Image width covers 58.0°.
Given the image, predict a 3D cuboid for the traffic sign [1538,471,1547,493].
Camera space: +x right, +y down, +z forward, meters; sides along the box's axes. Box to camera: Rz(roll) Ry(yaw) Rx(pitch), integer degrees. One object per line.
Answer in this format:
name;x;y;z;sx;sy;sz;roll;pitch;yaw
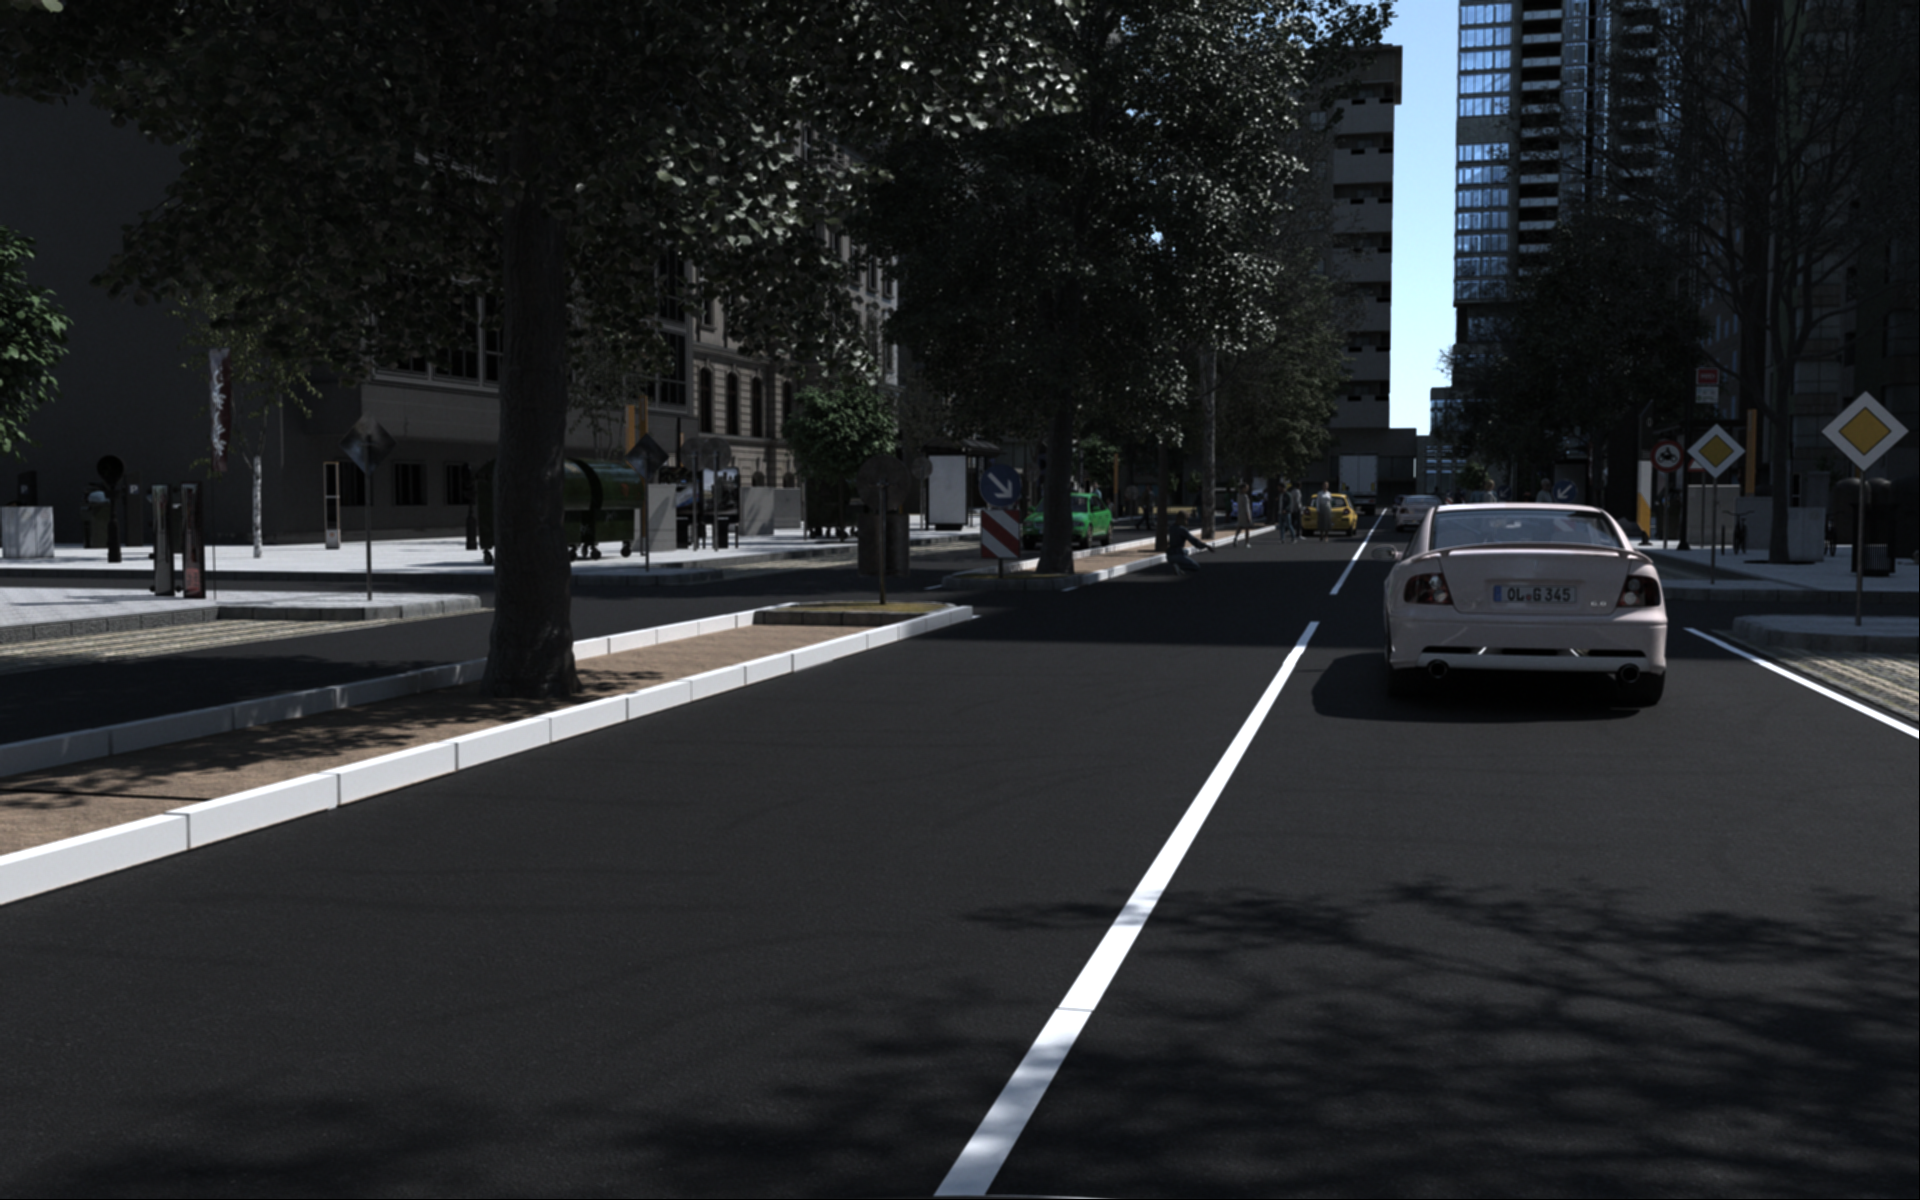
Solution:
traffic sign;32.041;-5.854;95.820;0.768;2.556;0.104;1;4;22

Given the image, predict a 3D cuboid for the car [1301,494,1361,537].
car;12.725;-3.016;59.542;2.015;1.641;3.980;1;4;16

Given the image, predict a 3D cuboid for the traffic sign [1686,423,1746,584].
traffic sign;10.689;-1.279;24.548;0.795;2.450;0.064;1;4;14

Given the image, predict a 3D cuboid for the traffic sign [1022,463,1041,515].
traffic sign;2.894;-4.300;70.417;0.768;2.556;0.104;1;4;19

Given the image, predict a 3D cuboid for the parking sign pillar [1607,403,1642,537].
parking sign pillar;20.025;-3.890;52.076;1.447;3.967;1.447;-1;4;-12

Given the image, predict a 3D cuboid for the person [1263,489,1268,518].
person;18.440;-5.831;104.779;0.436;1.711;0.756;2;4;32

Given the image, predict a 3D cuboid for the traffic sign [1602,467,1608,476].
traffic sign;21.886;-3.469;57.910;0.795;2.450;0.064;1;4;23

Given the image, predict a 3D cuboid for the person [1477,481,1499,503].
person;14.411;-2.353;47.308;0.601;1.785;0.444;2;4;24

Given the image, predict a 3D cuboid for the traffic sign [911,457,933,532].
traffic sign;-1.309;-3.606;59.066;0.768;2.556;0.104;1;4;16

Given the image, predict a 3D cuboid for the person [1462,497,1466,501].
person;50.289;-9.903;173.672;1.065;1.426;0.557;-2;4;-31

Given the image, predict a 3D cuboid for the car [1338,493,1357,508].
car;24.384;-6.241;110.841;1.959;1.807;4.718;1;4;14

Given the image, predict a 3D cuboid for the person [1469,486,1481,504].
person;23.683;-4.335;79.392;0.660;1.820;0.620;-1;4;-15

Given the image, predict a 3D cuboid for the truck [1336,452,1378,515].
truck;27.643;-8.049;120.508;2.839;4.237;11.283;1;4;12

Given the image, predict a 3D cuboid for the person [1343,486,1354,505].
person;19.946;-4.948;89.268;0.638;1.841;0.748;3;5;43

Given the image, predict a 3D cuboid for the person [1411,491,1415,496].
person;40.774;-8.997;156.310;1.217;1.735;0.721;-3;5;-40

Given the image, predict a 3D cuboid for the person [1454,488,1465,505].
person;28.712;-5.529;99.354;0.683;1.767;0.568;-1;4;-21

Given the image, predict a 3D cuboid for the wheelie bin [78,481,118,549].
wheelie bin;-20.297;-2.011;40.790;0.980;1.594;0.693;2;4;35

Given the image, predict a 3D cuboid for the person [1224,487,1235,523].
person;13.184;-4.678;85.237;0.529;1.795;0.600;-3;4;-36

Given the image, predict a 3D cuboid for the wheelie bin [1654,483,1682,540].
wheelie bin;19.802;-2.476;48.398;0.693;1.594;0.980;1;4;13

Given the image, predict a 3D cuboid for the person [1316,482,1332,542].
person;10.859;-2.628;51.690;0.478;1.798;0.641;1;4;9

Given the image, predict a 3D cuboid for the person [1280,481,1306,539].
person;10.589;-2.853;55.000;0.795;1.843;0.661;-1;4;-10

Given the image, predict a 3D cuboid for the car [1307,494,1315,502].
car;19.527;-5.126;92.611;1.959;1.807;4.718;1;4;14

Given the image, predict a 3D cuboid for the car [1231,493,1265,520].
car;16.176;-5.375;97.476;1.945;1.707;3.694;1;4;13

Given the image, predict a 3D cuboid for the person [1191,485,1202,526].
person;10.801;-4.266;78.227;0.794;1.824;0.713;0;4;-6

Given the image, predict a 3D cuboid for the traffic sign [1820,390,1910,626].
traffic sign;8.744;-0.805;16.802;0.795;2.450;0.064;1;4;14

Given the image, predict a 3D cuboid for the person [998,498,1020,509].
person;1.162;-1.977;41.659;0.563;1.720;0.643;-1;4;-15

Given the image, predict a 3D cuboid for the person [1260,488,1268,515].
person;20.599;-6.613;116.614;1.348;1.826;0.705;1;4;12

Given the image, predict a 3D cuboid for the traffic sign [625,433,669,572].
traffic sign;-5.159;-1.522;28.535;0.795;2.450;0.064;1;4;14

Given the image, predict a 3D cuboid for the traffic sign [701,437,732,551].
traffic sign;-5.459;-2.362;38.726;0.768;2.556;0.104;1;4;22

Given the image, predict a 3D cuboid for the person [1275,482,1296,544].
person;9.407;-2.532;50.250;0.721;1.781;0.623;-3;5;-41

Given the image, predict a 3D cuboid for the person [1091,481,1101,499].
person;4.294;-2.812;54.338;0.748;1.841;0.638;0;4;-8

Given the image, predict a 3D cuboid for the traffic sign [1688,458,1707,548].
traffic sign;17.620;-2.510;41.050;0.884;2.594;0.081;1;4;22

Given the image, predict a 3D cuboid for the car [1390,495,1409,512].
car;35.166;-7.635;137.405;1.945;1.354;3.894;1;4;12

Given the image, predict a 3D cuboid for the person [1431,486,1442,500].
person;23.790;-4.782;86.677;0.713;1.824;0.794;-2;4;-25

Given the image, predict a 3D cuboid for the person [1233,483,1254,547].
person;7.579;-2.268;46.338;0.466;1.731;0.760;2;4;33

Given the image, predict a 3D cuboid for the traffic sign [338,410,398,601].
traffic sign;-7.105;-1.049;20.790;0.795;2.450;0.064;1;4;14

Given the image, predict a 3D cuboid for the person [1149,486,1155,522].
person;8.875;-4.454;81.527;0.583;1.804;0.606;1;4;11

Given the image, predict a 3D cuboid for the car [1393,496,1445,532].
car;17.702;-3.313;66.524;2.083;1.381;4.827;1;4;13

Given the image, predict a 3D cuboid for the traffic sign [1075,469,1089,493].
traffic sign;6.100;-5.299;86.746;0.768;2.556;0.104;1;4;20

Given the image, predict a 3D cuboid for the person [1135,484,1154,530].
person;7.400;-3.719;69.209;0.836;1.842;0.656;-1;4;-15

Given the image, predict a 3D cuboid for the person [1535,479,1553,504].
person;12.696;-1.762;37.802;0.515;1.767;0.782;3;4;39

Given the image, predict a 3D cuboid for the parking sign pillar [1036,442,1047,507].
parking sign pillar;4.199;-5.826;83.726;1.447;3.967;1.447;-3;5;-45

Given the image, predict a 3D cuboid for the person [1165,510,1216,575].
person;3.956;-1.032;30.870;0.738;1.151;1.012;-2;4;-30

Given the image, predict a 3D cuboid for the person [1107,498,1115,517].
person;6.678;-3.890;76.787;0.352;1.250;0.332;0;4;1

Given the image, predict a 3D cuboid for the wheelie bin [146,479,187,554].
wheelie bin;-17.062;-1.808;37.461;0.980;1.594;0.693;-1;4;-9

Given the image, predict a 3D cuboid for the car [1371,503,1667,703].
car;4.247;-0.065;13.420;2.083;1.381;4.827;1;4;14

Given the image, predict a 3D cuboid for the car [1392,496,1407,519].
car;26.435;-5.469;101.994;1.945;1.354;3.894;1;4;14

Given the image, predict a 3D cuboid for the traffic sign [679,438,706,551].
traffic sign;-5.986;-2.383;39.073;0.768;2.556;0.104;1;4;16

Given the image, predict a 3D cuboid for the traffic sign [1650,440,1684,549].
traffic sign;16.554;-2.475;40.577;0.768;2.556;0.104;1;4;22

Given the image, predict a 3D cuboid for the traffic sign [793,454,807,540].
traffic sign;-4.277;-2.921;47.857;0.768;2.556;0.104;2;4;23

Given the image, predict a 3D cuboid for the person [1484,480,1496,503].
person;13.077;-2.083;42.915;0.624;1.780;0.694;1;4;16

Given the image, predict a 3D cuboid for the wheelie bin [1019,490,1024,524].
wheelie bin;2.456;-4.058;74.251;0.693;1.594;0.980;-1;4;-17

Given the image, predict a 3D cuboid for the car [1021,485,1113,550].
car;2.891;-2.280;46.078;1.959;1.807;4.718;1;4;16
